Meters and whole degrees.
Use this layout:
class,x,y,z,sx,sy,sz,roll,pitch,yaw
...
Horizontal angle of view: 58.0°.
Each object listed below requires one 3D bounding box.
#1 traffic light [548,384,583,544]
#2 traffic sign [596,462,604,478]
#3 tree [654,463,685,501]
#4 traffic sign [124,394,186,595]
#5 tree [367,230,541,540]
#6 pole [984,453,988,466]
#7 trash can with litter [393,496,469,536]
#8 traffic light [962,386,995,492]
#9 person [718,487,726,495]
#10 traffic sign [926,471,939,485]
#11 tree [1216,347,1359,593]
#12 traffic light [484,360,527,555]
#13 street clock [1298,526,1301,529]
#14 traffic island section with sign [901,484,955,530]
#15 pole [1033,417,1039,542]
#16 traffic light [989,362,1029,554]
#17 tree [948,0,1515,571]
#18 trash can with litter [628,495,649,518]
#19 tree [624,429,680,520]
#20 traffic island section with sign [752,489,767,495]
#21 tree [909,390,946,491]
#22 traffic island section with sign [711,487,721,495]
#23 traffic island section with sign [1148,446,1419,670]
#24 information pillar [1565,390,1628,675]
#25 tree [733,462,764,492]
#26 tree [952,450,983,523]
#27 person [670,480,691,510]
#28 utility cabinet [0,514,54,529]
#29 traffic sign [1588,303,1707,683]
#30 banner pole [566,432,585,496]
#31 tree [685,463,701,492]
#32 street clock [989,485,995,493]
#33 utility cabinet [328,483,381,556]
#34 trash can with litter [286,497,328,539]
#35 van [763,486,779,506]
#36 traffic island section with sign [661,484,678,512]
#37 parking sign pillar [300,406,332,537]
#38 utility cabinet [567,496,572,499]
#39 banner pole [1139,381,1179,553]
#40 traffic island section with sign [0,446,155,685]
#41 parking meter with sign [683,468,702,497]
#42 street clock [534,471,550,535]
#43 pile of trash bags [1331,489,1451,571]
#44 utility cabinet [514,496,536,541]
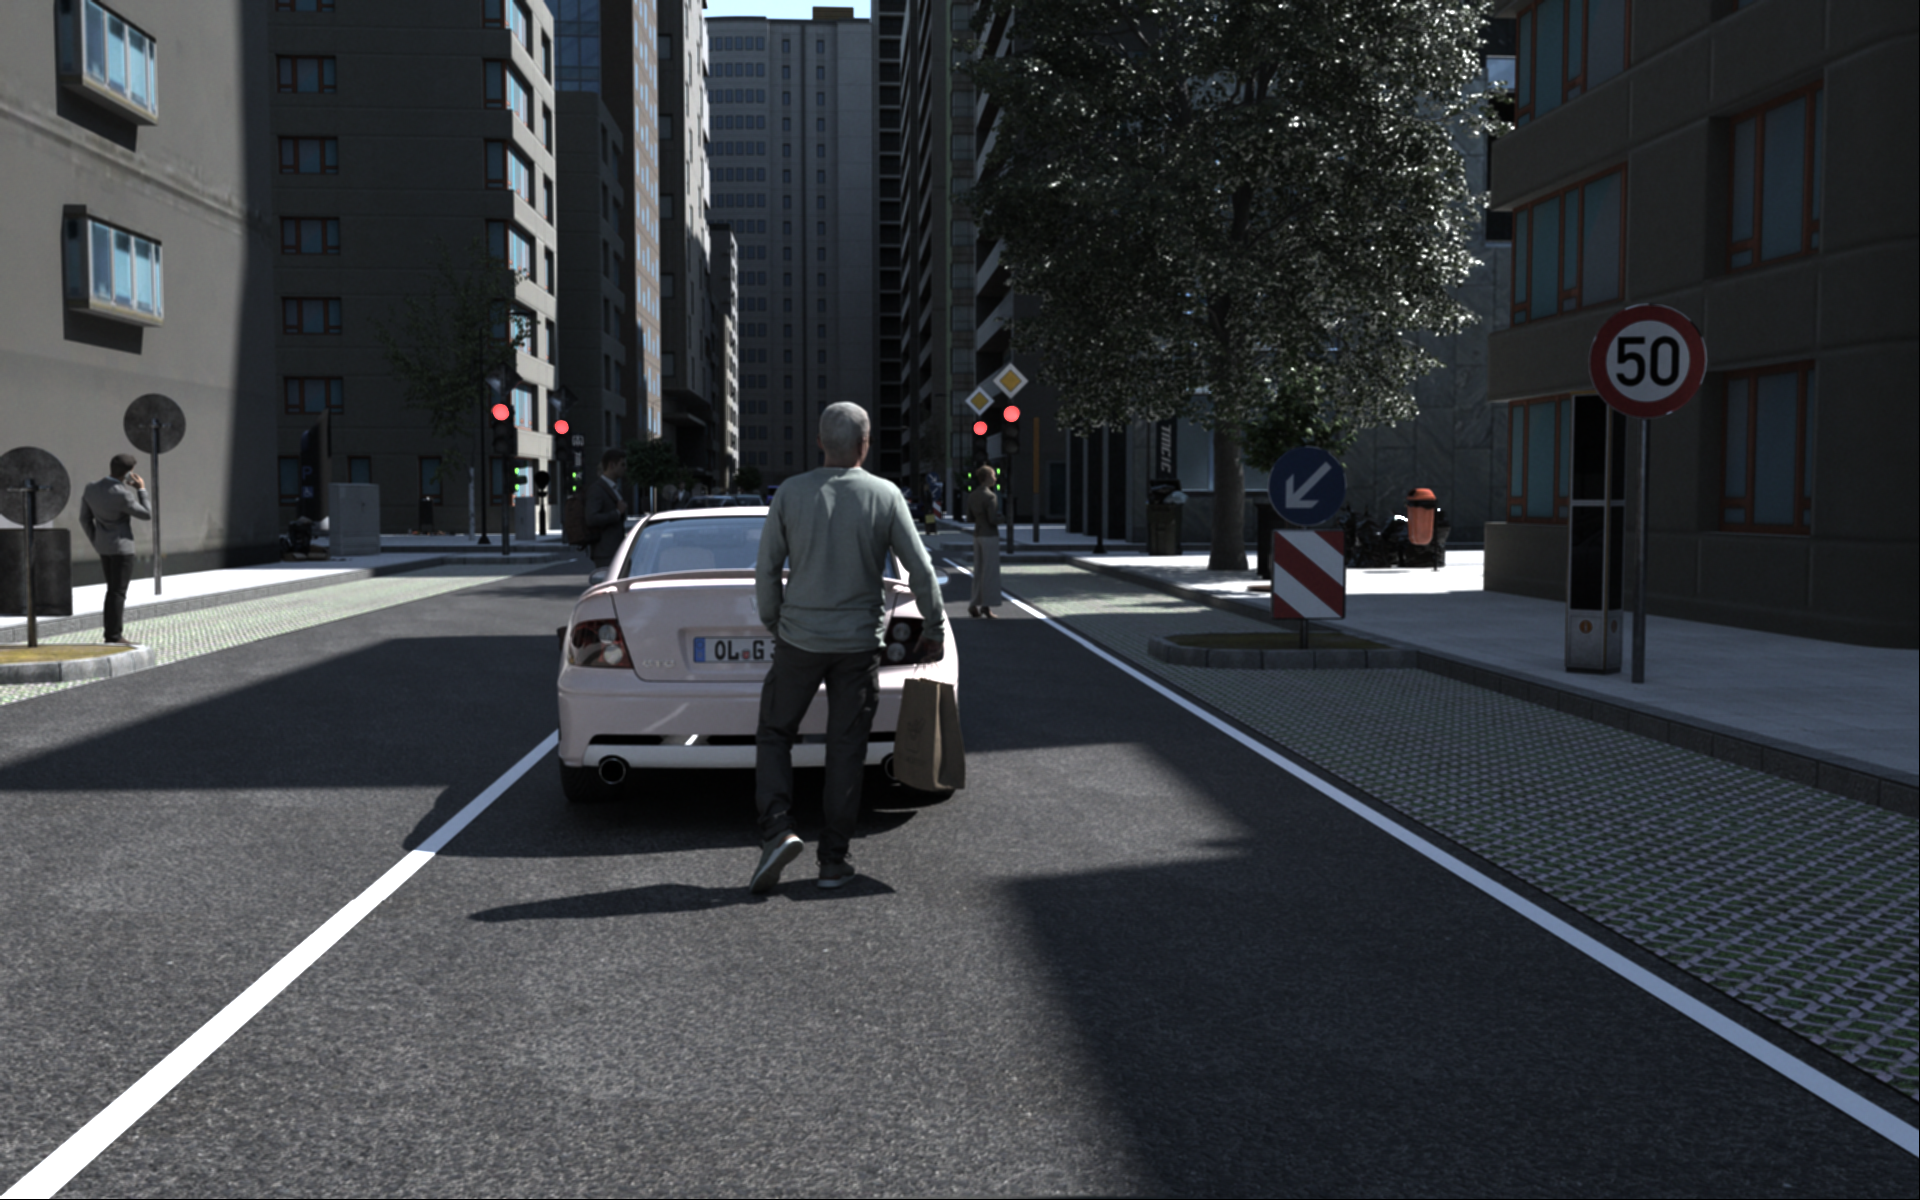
class,x,y,z,sx,sy,sz,roll,pitch,yaw
traffic light,-10.097,-3.384,44.249,0.839,4.253,0.868,0,4,-4
traffic sign,-13.325,-3.989,65.324,0.768,2.556,0.104,0,4,-2
tree,-16.516,-6.261,96.964,1.663,3.219,1.824,0,3,0
traffic sign,-10.217,-1.338,21.990,0.768,2.556,0.104,0,4,-3
tree,-13.757,-5.956,47.738,4.737,8.622,4.395,0,3,0
pole,1.292,-5.621,85.742,0.158,3.312,0.155,0,3,0
trash can with litter,-16.345,-2.618,53.858,2.233,1.210,1.678,1,4,22
traffic light,0.486,-3.431,45.020,0.839,4.253,0.868,0,4,-4
person,-12.704,-5.278,95.017,1.509,1.804,0.699,2,4,29
traffic sign,-1.539,-5.963,97.599,0.768,2.556,0.104,0,4,-4
tree,4.439,-1.723,22.767,1.663,3.219,1.824,0,3,0
traffic light,-9.527,-2.897,36.284,0.839,4.253,0.868,0,4,-4
street clock,7.247,-1.960,36.611,0.471,2.002,0.358,0,4,3
traffic island section with sign,-1.218,-3.734,69.674,1.989,1.847,2.006,0,4,-4
pole,2.027,-3.190,45.993,0.158,3.312,0.155,0,3,0
traffic light,1.056,-2.944,37.055,0.839,4.253,0.868,0,4,-4
tree,4.443,-7.477,28.897,9.857,13.997,8.962,0,3,0
trash can with litter,-17.364,-5.048,93.594,2.233,1.210,1.678,0,4,-3
tree,-15.562,-6.318,87.021,4.285,4.588,4.351,0,3,0
traffic island section with sign,-17.086,-8.396,145.904,1.989,1.847,2.006,0,4,-4
tree,-1.863,-10.592,123.545,4.360,8.622,3.978,0,3,0
traffic island section with sign,-13.581,-5.405,96.991,1.989,1.847,2.006,0,4,-4
traffic island section with sign,2.694,-0.390,15.002,1.989,1.847,2.006,0,4,-4
information pillar,4.561,-0.484,12.411,0.304,2.012,0.304,3,5,44
tree,-21.788,-11.880,177.949,4.285,4.588,4.351,0,3,0
tree,0.348,-5.030,76.834,1.663,3.219,1.824,0,3,0
person,-8.198,-2.595,50.891,0.622,1.834,0.822,-1,4,-14
utility cabinet,-10.793,-0.512,19.534,0.306,1.237,1.020,3,5,39
traffic sign,4.606,-0.708,11.689,0.768,2.556,0.104,0,4,6
banner pole,-13.698,-4.368,61.440,0.863,3.779,0.401,-1,4,-12
tree,-17.071,-6.876,107.024,1.663,3.219,1.824,0,3,0
street clock,1.225,-4.087,71.390,0.471,2.002,0.358,1,4,11
utility cabinet,-12.599,-1.675,36.073,0.318,1.500,1.173,2,4,23
trash can with litter,-18.775,-2.322,49.030,1.678,1.210,2.233,-1,4,-22
van,-13.167,-7.447,126.144,2.240,2.365,5.245,0,4,-6
traffic island section with sign,-11.625,-3.728,69.589,1.989,1.847,2.006,0,4,-4
parking sign pillar,-19.536,-3.920,52.562,1.447,3.967,1.447,0,4,3
utility cabinet,-12.929,-2.848,57.728,0.306,1.237,1.020,0,4,6
banner pole,4.342,-2.923,37.806,0.863,3.779,0.401,0,4,-2
traffic island section with sign,-7.624,-0.315,13.773,1.989,1.847,2.006,0,4,-4
parking meter with sign,-17.866,-7.426,117.681,1.738,3.016,0.543,0,4,1
street clock,-12.973,-3.010,53.784,0.471,2.002,0.358,-1,4,-19
pile of trash bags,7.599,-1.247,30.147,1.912,1.369,3.447,0,4,-3
utility cabinet,-12.082,-2.258,48.087,0.306,1.237,1.020,-2,4,-31
